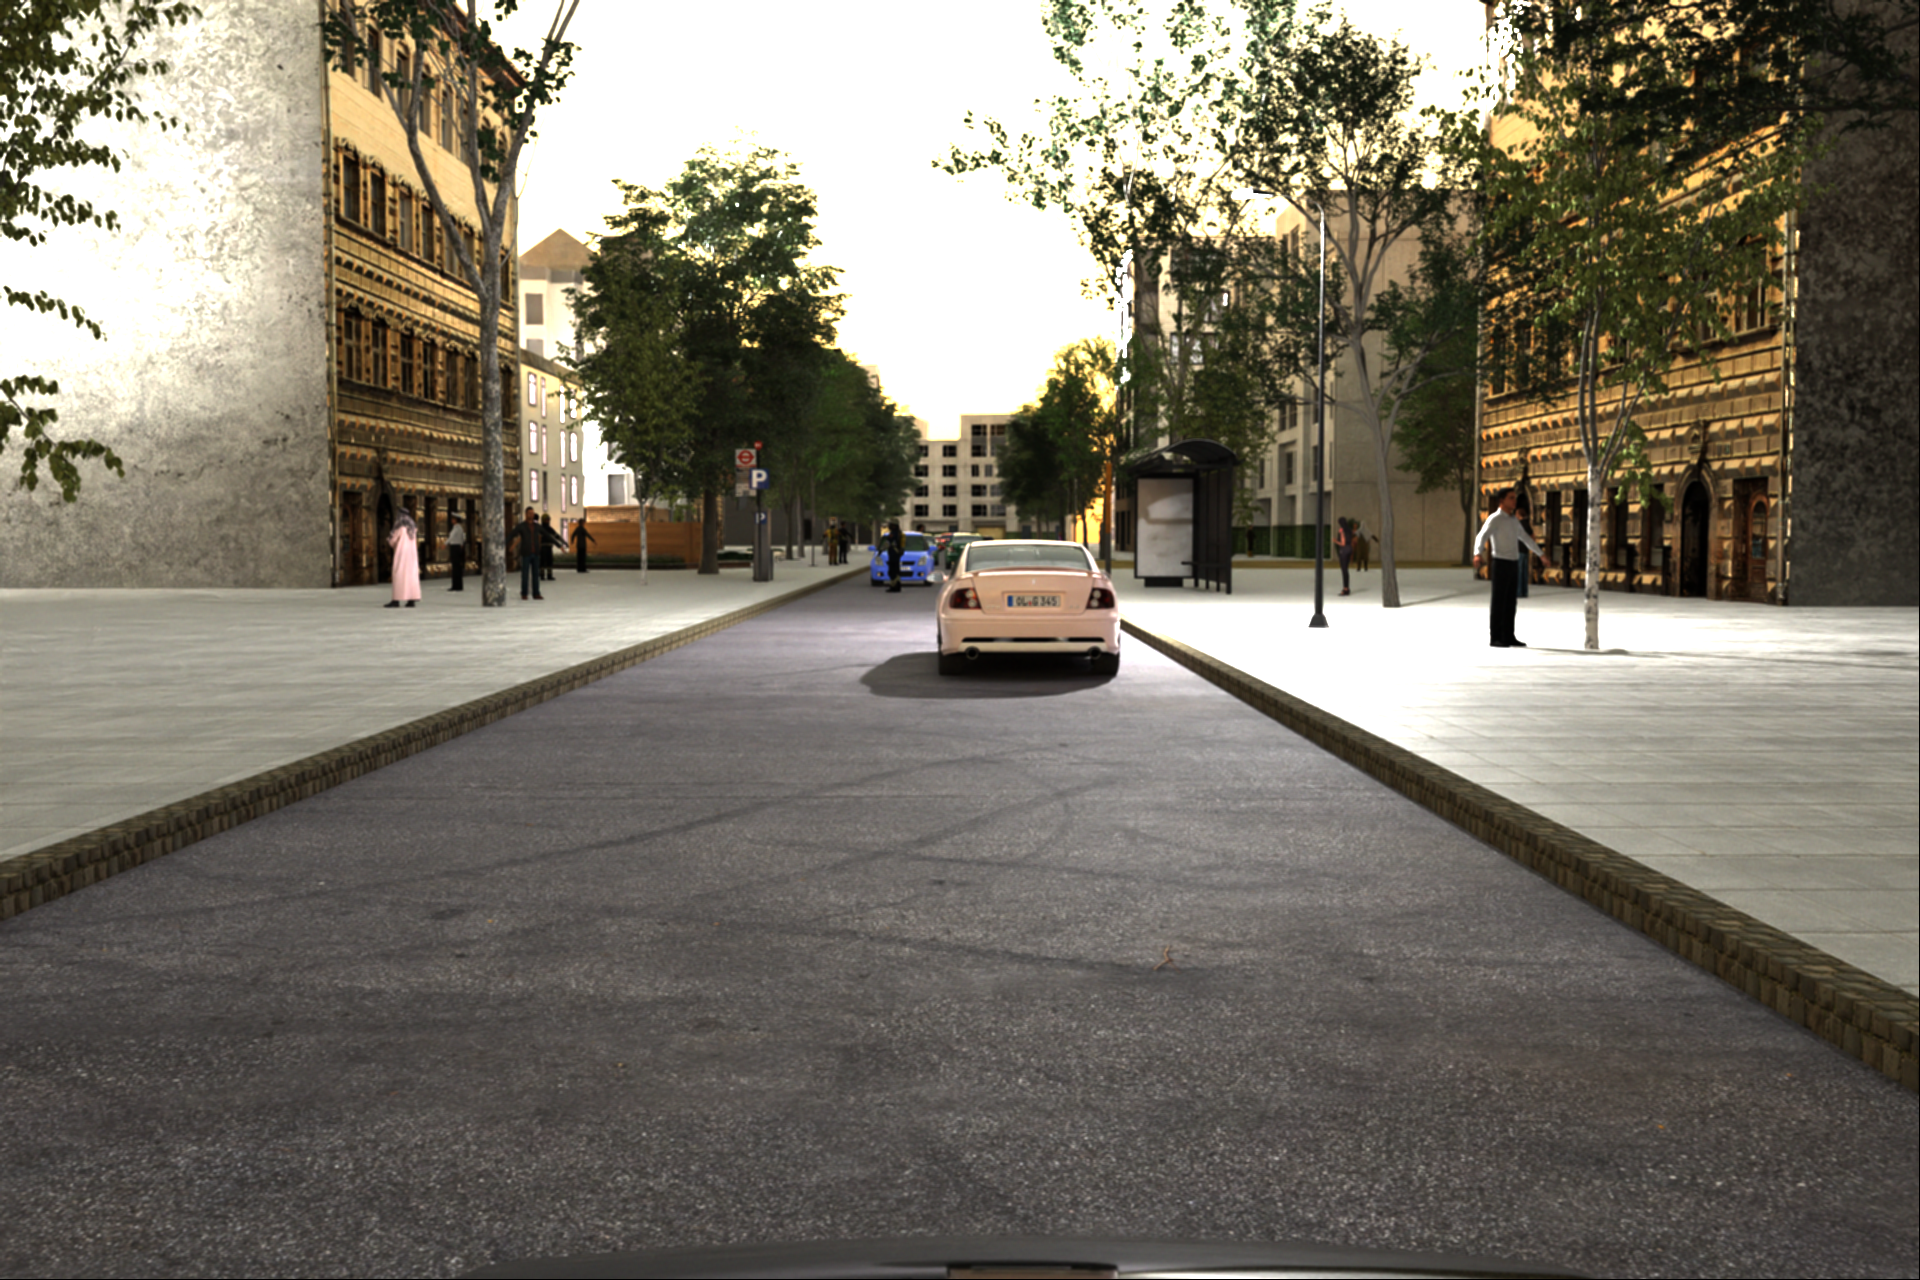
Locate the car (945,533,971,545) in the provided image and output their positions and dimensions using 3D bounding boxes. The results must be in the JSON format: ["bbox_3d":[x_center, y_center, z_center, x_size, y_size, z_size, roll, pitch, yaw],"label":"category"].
[{"bbox_3d":[0.108,-5.303,96.296,1.945,1.707,3.694,0,3,0],"label":"car"}]

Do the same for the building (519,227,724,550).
[{"bbox_3d":[-28.718,-18.515,133.640,19.493,23.208,18.063,0,4,-1],"label":"building"}]

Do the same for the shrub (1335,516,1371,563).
[{"bbox_3d":[17.661,-4.516,77.877,1.661,2.075,1.752,0,3,0],"label":"shrub"}]

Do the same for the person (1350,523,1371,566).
[{"bbox_3d":[16.116,-3.901,70.582,1.217,1.733,0.721,0,4,2],"label":"person"}]

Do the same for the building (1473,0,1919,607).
[{"bbox_3d":[23.737,-12.722,38.941,19.493,23.208,18.063,0,4,0],"label":"building"}]

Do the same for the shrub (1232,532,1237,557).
[{"bbox_3d":[11.806,-4.547,78.761,1.690,2.028,1.600,0,3,0],"label":"shrub"}]

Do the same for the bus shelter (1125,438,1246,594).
[{"bbox_3d":[5.012,-2.776,39.315,2.014,3.302,5.546,0,4,0],"label":"bus shelter"}]

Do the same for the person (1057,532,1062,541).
[{"bbox_3d":[5.903,-5.601,100.847,0.599,1.433,0.991,0,4,8],"label":"person"}]

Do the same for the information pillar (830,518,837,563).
[{"bbox_3d":[-5.698,-4.497,78.010,0.304,2.012,0.304,0,4,0],"label":"information pillar"}]

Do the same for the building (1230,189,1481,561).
[{"bbox_3d":[26.025,-14.133,97.526,16.747,18.905,31.486,0,4,0],"label":"building"}]

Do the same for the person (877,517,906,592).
[{"bbox_3d":[-1.640,-2.109,42.716,0.705,1.856,1.354,2,4,24],"label":"person"}]

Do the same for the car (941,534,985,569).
[{"bbox_3d":[0.290,-3.671,71.824,2.131,1.459,4.920,0,4,-1],"label":"car"}]

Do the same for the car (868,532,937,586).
[{"bbox_3d":[-1.591,-2.381,48.524,1.945,1.707,3.694,0,4,0],"label":"car"}]

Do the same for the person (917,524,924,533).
[{"bbox_3d":[-1.491,-3.549,66.669,0.705,1.806,1.347,0,4,-1],"label":"person"}]

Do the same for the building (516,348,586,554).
[{"bbox_3d":[-24.371,-9.157,91.860,9.099,9.664,28.070,0,4,0],"label":"building"}]

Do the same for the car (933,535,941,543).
[{"bbox_3d":[-1.717,-8.835,156.814,2.083,1.381,4.827,0,4,0],"label":"car"}]

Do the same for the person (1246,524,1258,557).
[{"bbox_3d":[16.091,-5.480,95.731,0.704,1.812,1.346,3,4,37],"label":"person"}]

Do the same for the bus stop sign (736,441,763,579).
[{"bbox_3d":[-5.984,-3.725,49.599,0.855,3.939,0.416,0,4,-1],"label":"bus stop sign"}]

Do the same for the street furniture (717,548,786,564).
[{"bbox_3d":[-12.750,-3.816,78.013,10.072,0.657,5.734,1,4,22],"label":"street furniture"}]

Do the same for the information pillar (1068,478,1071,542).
[{"bbox_3d":[4.600,-4.974,72.674,0.183,3.616,0.504,0,4,-1],"label":"information pillar"}]

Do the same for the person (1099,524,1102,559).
[{"bbox_3d":[7.446,-5.170,90.658,0.705,1.813,1.348,1,4,13],"label":"person"}]

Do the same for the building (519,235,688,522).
[{"bbox_3d":[-24.517,-15.574,111.052,16.016,20.090,11.380,0,3,0],"label":"building"}]

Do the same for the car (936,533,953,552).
[{"bbox_3d":[-0.836,-8.034,140.389,2.155,1.783,4.494,0,3,0],"label":"car"}]

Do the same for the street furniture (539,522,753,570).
[{"bbox_3d":[-13.180,-3.598,65.682,9.812,1.723,11.010,1,4,23],"label":"street furniture"}]

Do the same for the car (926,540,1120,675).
[{"bbox_3d":[0.671,-0.405,18.980,2.083,1.381,4.827,0,4,-1],"label":"car"}]

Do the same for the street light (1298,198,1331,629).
[{"bbox_3d":[5.428,-3.111,23.407,1.470,5.913,1.316,0,4,0],"label":"street light"}]

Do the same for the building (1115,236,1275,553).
[{"bbox_3d":[25.832,-17.821,135.354,27.936,21.610,32.646,0,4,0],"label":"building"}]

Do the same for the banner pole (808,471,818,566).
[{"bbox_3d":[-5.873,-4.853,69.356,0.401,3.779,0.863,0,4,1],"label":"banner pole"}]

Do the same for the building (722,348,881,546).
[{"bbox_3d":[-23.866,-22.179,206.608,27.936,21.610,32.646,0,4,-1],"label":"building"}]

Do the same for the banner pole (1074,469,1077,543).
[{"bbox_3d":[4.436,-4.671,66.387,0.401,3.779,0.863,0,4,-1],"label":"banner pole"}]

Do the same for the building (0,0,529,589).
[{"bbox_3d":[-24.044,-13.343,49.082,19.493,23.208,18.063,0,4,0],"label":"building"}]

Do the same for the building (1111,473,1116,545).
[{"bbox_3d":[23.294,-15.909,202.260,9.099,9.664,28.070,0,4,0],"label":"building"}]

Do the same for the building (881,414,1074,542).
[{"bbox_3d":[1.165,-24.015,261.565,31.486,18.905,16.747,0,4,8],"label":"building"}]

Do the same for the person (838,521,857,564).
[{"bbox_3d":[-5.053,-4.222,74.967,1.347,1.837,0.705,2,4,31],"label":"person"}]

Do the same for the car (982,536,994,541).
[{"bbox_3d":[1.103,-4.815,91.300,1.945,1.354,3.894,0,4,-1],"label":"car"}]

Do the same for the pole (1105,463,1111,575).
[{"bbox_3d":[4.272,-3.428,49.896,0.158,3.312,0.155,0,3,0],"label":"pole"}]

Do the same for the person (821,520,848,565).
[{"bbox_3d":[-5.190,-3.996,71.104,1.354,1.858,0.705,2,4,31],"label":"person"}]

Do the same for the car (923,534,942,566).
[{"bbox_3d":[-1.886,-4.183,80.196,2.131,1.459,4.920,0,4,0],"label":"car"}]
